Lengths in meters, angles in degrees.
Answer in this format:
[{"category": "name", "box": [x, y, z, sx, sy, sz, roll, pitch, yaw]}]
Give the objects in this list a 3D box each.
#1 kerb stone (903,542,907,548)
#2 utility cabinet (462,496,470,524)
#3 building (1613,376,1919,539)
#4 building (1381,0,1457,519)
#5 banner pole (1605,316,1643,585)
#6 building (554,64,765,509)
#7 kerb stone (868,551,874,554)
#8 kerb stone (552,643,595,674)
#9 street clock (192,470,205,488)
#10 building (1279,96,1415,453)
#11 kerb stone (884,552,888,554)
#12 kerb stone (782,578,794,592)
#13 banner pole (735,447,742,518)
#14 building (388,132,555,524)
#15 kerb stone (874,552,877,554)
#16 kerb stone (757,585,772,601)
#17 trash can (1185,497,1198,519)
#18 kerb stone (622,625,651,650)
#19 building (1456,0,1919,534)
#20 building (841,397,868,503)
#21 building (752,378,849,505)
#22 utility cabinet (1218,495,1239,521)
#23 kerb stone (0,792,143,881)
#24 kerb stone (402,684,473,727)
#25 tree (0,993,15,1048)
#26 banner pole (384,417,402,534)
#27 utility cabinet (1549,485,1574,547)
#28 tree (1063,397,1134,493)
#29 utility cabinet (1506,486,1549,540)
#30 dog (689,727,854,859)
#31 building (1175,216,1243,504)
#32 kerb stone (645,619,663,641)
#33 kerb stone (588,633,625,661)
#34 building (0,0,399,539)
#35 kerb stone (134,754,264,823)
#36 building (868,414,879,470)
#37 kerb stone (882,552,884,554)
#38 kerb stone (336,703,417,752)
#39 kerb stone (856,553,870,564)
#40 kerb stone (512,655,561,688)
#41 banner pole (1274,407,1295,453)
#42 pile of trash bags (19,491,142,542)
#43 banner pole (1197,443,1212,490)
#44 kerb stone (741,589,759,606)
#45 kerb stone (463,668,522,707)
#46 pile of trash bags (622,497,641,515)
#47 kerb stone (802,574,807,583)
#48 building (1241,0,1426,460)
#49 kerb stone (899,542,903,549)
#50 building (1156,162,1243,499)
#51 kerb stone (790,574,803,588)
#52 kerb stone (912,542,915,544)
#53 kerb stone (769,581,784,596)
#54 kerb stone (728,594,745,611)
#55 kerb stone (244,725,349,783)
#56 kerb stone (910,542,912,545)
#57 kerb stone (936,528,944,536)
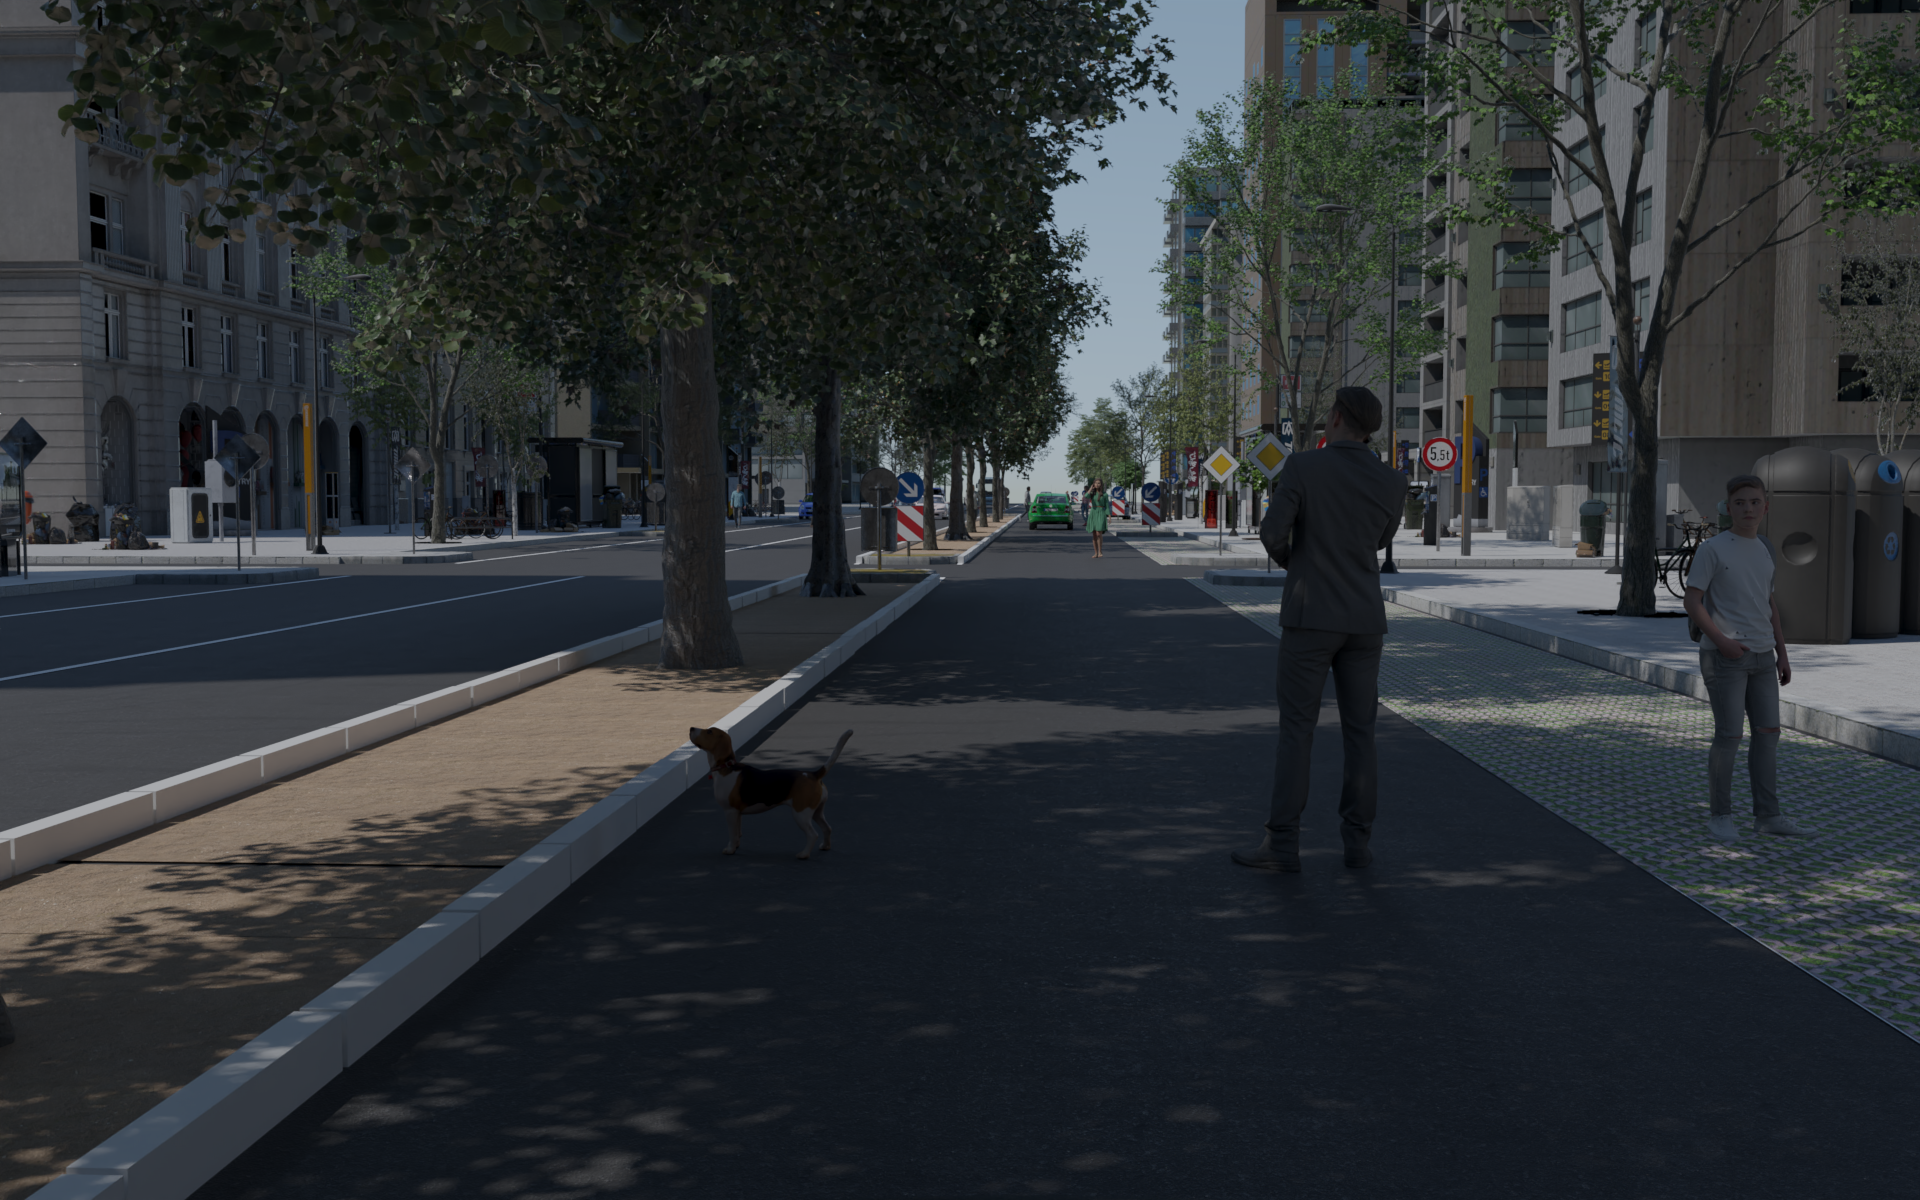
[{"category": "kerb stone", "box": [-1.521, -1.480, 46.396, 0.120, 0.150, 1.000, 0, 4, 3]}, {"category": "utility cabinet", "box": [-20.992, -3.816, 73.549, 0.306, 1.237, 1.020, -1, 4, -14]}, {"category": "building", "box": [26.532, -17.095, 51.205, 14.107, 30.474, 14.160, 0, 4, 3]}, {"category": "building", "box": [34.686, -39.869, 90.118, 20.563, 71.187, 20.611, 0, 4, 3]}, {"category": "banner pole", "box": [9.325, -2.097, 24.295, 0.863, 3.779, 0.401, -2, 4, -34]}, {"category": "building", "box": [-29.827, -30.659, 155.905, 22.147, 44.769, 28.867, 0, 4, 3]}, {"category": "kerb stone", "box": [-2.002, -0.918, 37.205, 0.120, 0.150, 1.000, 0, 4, 3]}, {"category": "kerb stone", "box": [-3.189, 0.493, 14.134, 0.120, 0.150, 1.000, 0, 4, 3]}, {"category": "street clock", "box": [-22.574, -2.868, 51.470, 0.471, 2.002, 0.358, 2, 4, 33]}, {"category": "building", "box": [30.909, -21.905, 129.841, 14.160, 30.474, 14.107, 0, 4, 3]}, {"category": "kerb stone", "box": [-1.839, -1.103, 40.267, 0.120, 0.150, 1.000, 0, 4, 3]}, {"category": "kerb stone", "box": [-2.605, -0.192, 25.406, 0.120, 0.150, 1.000, 0, 4, 3]}, {"category": "banner pole", "box": [-11.798, -6.258, 92.339, 0.401, 3.779, 0.863, 1, 4, 17]}, {"category": "building", "box": [-29.020, -17.619, 85.330, 12.463, 27.353, 25.104, 0, 4, 3]}, {"category": "kerb stone", "box": [-1.951, -0.980, 38.225, 0.120, 0.150, 1.000, 0, 4, 3]}, {"category": "kerb stone", "box": [-2.708, -0.070, 23.356, 0.120, 0.150, 1.000, 0, 4, 3]}, {"category": "trash can", "box": [12.076, -4.815, 90.376, 0.748, 1.137, 0.748, 0, 3, 0]}, {"category": "kerb stone", "box": [-3.089, 0.375, 16.181, 0.120, 0.150, 1.000, 0, 4, 3]}, {"category": "building", "box": [26.179, -18.028, 66.452, 14.160, 30.474, 14.107, 0, 4, 3]}, {"category": "building", "box": [-24.844, -38.012, 245.201, 21.300, 48.544, 21.600, 0, 4, 3]}, {"category": "building", "box": [-29.151, -38.619, 220.662, 28.713, 52.752, 27.495, 0, 4, 3]}, {"category": "utility cabinet", "box": [13.010, -4.454, 83.983, 1.020, 1.237, 0.306, 1, 4, 22]}, {"category": "kerb stone", "box": [-3.557, 0.932, 6.956, 0.120, 0.150, 1.000, 0, 4, 3]}, {"category": "kerb stone", "box": [-3.350, 0.681, 11.061, 0.120, 0.150, 1.000, 0, 4, 3]}, {"category": "tree", "box": [-2.804, -5.798, 3.908, 9.857, 13.997, 8.962, 0, 3, 0]}, {"category": "banner pole", "box": [-18.452, -4.060, 56.402, 0.401, 3.779, 0.863, 1, 4, 18]}, {"category": "utility cabinet", "box": [14.530, -2.025, 41.786, 0.318, 1.500, 1.173, 1, 4, 11]}, {"category": "tree", "box": [17.026, -17.408, 202.747, 7.486, 12.596, 7.792, 0, 3, 0]}, {"category": "utility cabinet", "box": [15.614, -2.382, 47.620, 0.318, 1.500, 1.173, -3, 4, -37]}, {"category": "dog", "box": [-0.754, 0.758, 6.890, 0.540, 0.507, 0.406, -2, 4, -33]}, {"category": "building", "box": [44.618, -32.685, 226.281, 32.217, 40.220, 23.993, 0, 4, 3]}, {"category": "kerb stone", "box": [-3.029, 0.305, 17.202, 0.120, 0.150, 1.000, 0, 4, 3]}, {"category": "kerb stone", "box": [-3.141, 0.431, 15.155, 0.120, 0.150, 1.000, 0, 4, 3]}, {"category": "building", "box": [-30.093, -13.372, 60.433, 13.314, 21.916, 24.055, 0, 4, 3]}, {"category": "kerb stone", "box": [-3.504, 0.870, 7.977, 0.120, 0.150, 1.000, 0, 4, 3]}, {"category": "building", "box": [-19.944, -30.101, 263.850, 14.160, 30.474, 14.107, 0, 4, 3]}, {"category": "kerb stone", "box": [-1.891, -1.040, 39.246, 0.120, 0.150, 1.000, 0, 4, 3]}, {"category": "kerb stone", "box": [-3.404, 0.747, 10.039, 0.120, 0.150, 1.000, 0, 4, 3]}, {"category": "kerb stone", "box": [-2.055, -0.855, 36.182, 0.120, 0.150, 1.000, 0, 4, 3]}, {"category": "kerb stone", "box": [-3.240, 0.556, 13.104, 0.120, 0.150, 1.000, 0, 4, 3]}, {"category": "banner pole", "box": [9.332, -3.671, 50.034, 0.863, 3.779, 0.401, 2, 4, 24]}, {"category": "pile of trash bags", "box": [-23.966, -2.281, 47.047, 3.447, 1.369, 1.912, -1, 4, -12]}, {"category": "banner pole", "box": [12.003, -5.788, 84.651, 0.863, 3.779, 0.401, 0, 4, 3]}, {"category": "kerb stone", "box": [-2.771, -0.006, 22.336, 0.120, 0.150, 1.000, 0, 4, 3]}, {"category": "kerb stone", "box": [-3.287, 0.620, 12.081, 0.120, 0.150, 1.000, 0, 4, 3]}, {"category": "pile of trash bags", "box": [-20.201, -5.934, 106.779, 1.912, 1.369, 3.447, 1, 4, 22]}, {"category": "kerb stone", "box": [-2.498, -0.319, 27.449, 0.120, 0.150, 1.000, 0, 4, 3]}, {"category": "building", "box": [31.167, -30.178, 143.521, 14.600, 45.320, 14.200, 0, 4, 3]}, {"category": "kerb stone", "box": [-1.633, -1.355, 44.353, 0.120, 0.150, 1.000, 0, 4, 3]}, {"category": "building", "box": [41.224, -38.764, 253.395, 23.786, 49.044, 30.456, 0, 4, 3]}, {"category": "kerb stone", "box": [-2.560, -0.259, 26.429, 0.120, 0.150, 1.000, 0, 4, 3]}, {"category": "kerb stone", "box": [-1.423, -1.593, 48.438, 0.120, 0.150, 1.000, 0, 4, 3]}, {"category": "kerb stone", "box": [-2.654, -0.134, 24.383, 0.120, 0.150, 1.000, 0, 4, 3]}, {"category": "kerb stone", "box": [-2.831, 0.057, 21.309, 0.120, 0.150, 1.000, 0, 4, 3]}, {"category": "kerb stone", "box": [-3.454, 0.807, 9.006, 0.120, 0.150, 1.000, 0, 4, 3]}, {"category": "kerb stone", "box": [-1.470, -1.541, 47.417, 0.120, 0.150, 1.000, 0, 4, 3]}, {"category": "kerb stone", "box": [-0.737, -2.420, 61.758, 0.120, 0.150, 1.000, 0, 4, 3]}]
